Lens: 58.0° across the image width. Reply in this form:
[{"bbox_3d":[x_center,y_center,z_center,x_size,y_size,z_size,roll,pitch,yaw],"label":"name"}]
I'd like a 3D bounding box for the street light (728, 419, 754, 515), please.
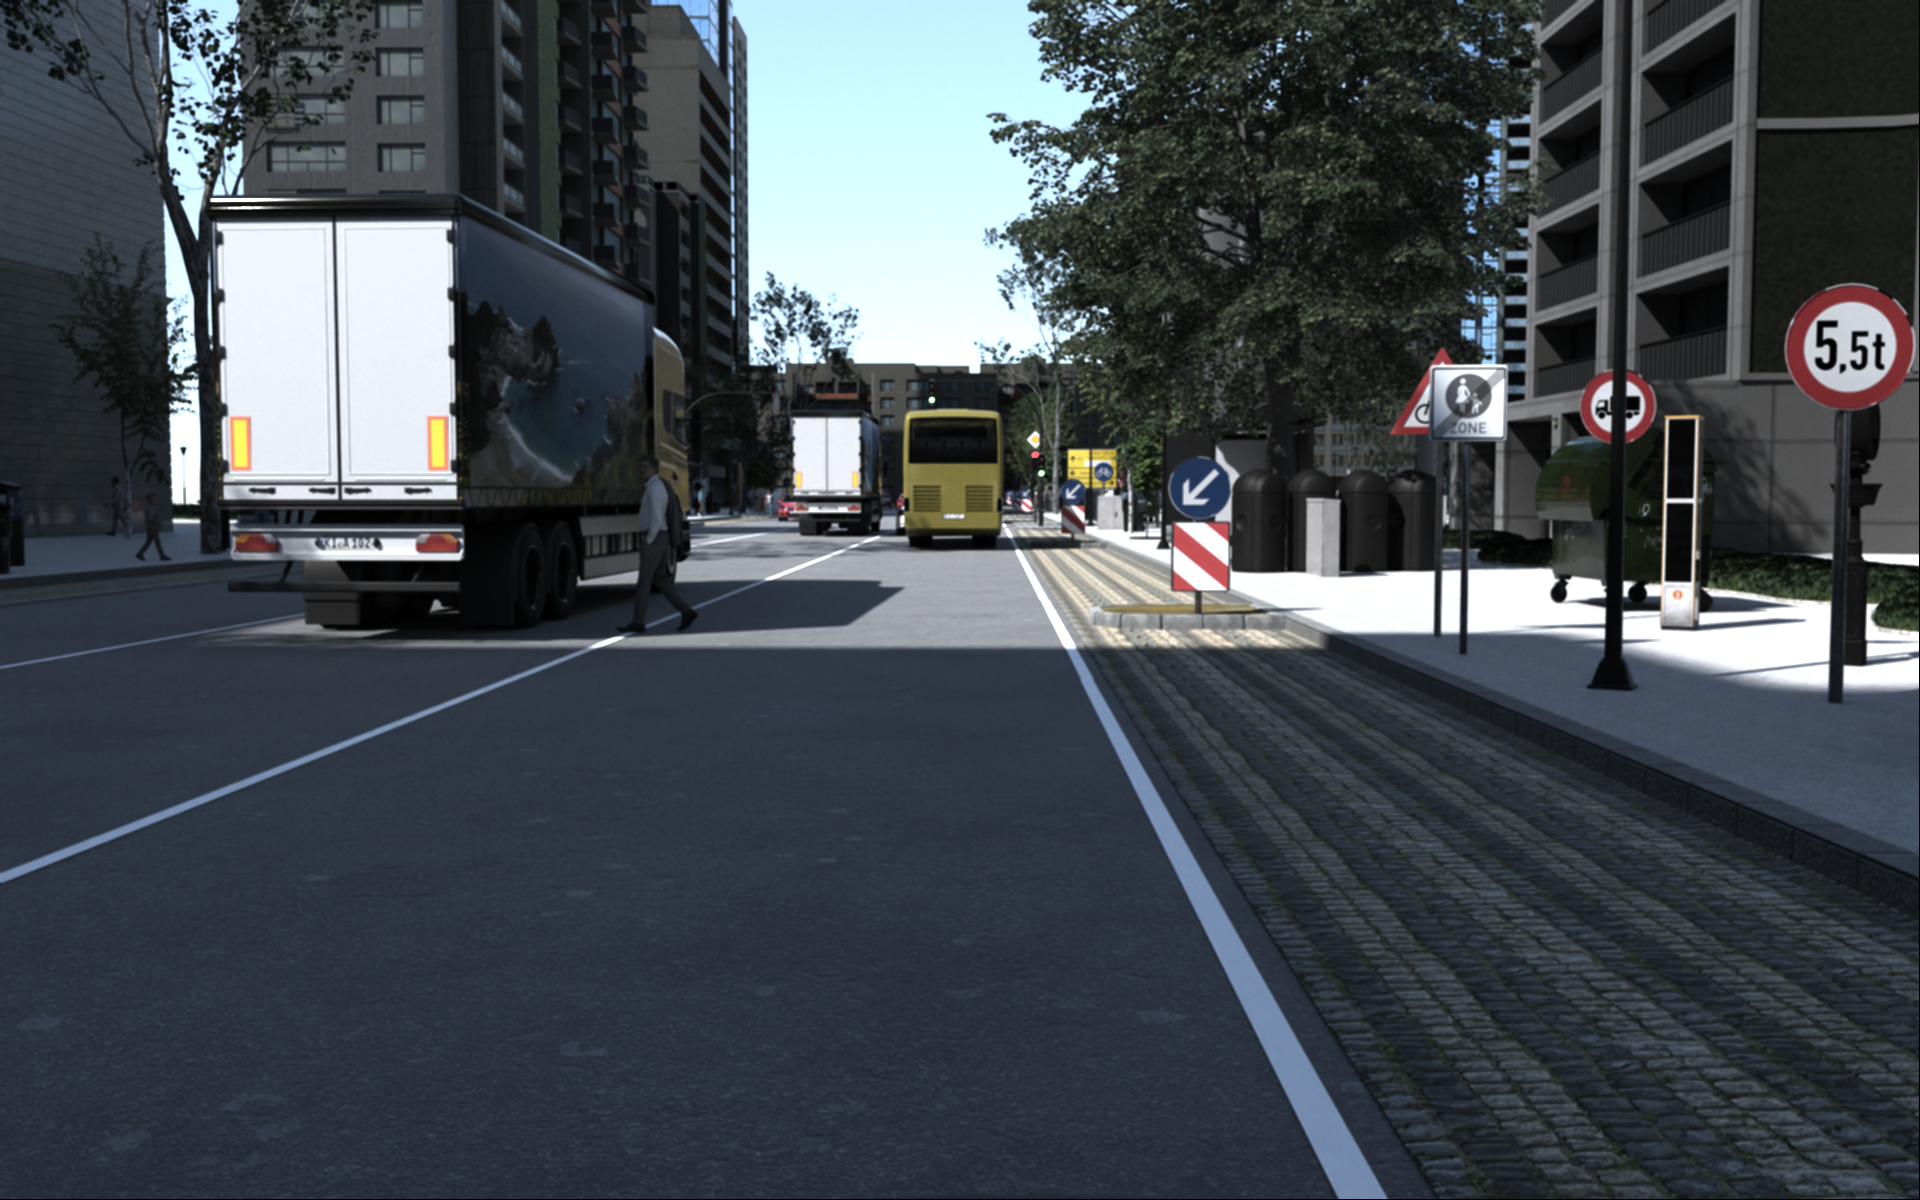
[{"bbox_3d":[-13.570,-8.200,106.605,1.470,5.913,1.316,0,4,1],"label":"street light"}]

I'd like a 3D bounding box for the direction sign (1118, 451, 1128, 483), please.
[{"bbox_3d":[8.514,-5.957,89.390,0.876,3.537,0.379,2,4,24],"label":"direction sign"}]

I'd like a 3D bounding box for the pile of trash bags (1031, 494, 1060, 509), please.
[{"bbox_3d":[7.798,-8.553,149.599,3.447,1.369,1.912,1,4,15],"label":"pile of trash bags"}]

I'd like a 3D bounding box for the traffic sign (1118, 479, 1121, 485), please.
[{"bbox_3d":[9.126,-5.955,97.475,0.768,2.556,0.104,0,4,7],"label":"traffic sign"}]

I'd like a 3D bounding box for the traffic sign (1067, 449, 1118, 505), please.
[{"bbox_3d":[5.920,-5.121,77.604,2.265,3.308,0.079,0,4,5],"label":"traffic sign"}]

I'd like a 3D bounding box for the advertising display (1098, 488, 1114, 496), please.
[{"bbox_3d":[7.887,-5.399,93.485,0.974,1.923,0.123,1,4,13],"label":"advertising display"}]

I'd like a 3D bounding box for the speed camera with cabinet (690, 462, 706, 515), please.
[{"bbox_3d":[-16.829,-6.942,107.834,2.038,3.252,0.660,1,4,19],"label":"speed camera with cabinet"}]

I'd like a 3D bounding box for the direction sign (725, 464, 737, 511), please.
[{"bbox_3d":[-17.285,-8.492,130.834,0.876,3.537,0.379,1,4,8],"label":"direction sign"}]

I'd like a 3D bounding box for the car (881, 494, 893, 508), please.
[{"bbox_3d":[-7.964,-10.477,180.332,2.155,1.783,4.494,0,4,1],"label":"car"}]

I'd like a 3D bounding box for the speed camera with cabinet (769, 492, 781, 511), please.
[{"bbox_3d":[-14.604,-8.462,132.682,0.660,3.252,2.038,2,4,33],"label":"speed camera with cabinet"}]

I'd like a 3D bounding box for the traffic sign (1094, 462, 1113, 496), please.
[{"bbox_3d":[5.793,-4.268,69.888,0.768,2.556,0.104,1,4,8],"label":"traffic sign"}]

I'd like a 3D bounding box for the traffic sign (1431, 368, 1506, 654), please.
[{"bbox_3d":[4.033,-0.715,13.815,0.606,2.300,0.079,0,4,4],"label":"traffic sign"}]

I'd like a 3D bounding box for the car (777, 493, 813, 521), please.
[{"bbox_3d":[-8.616,-5.069,91.915,2.155,1.783,4.494,0,4,-1],"label":"car"}]

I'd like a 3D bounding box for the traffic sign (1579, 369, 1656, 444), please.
[{"bbox_3d":[6.681,-1.075,17.681,0.768,2.556,0.104,0,4,2],"label":"traffic sign"}]

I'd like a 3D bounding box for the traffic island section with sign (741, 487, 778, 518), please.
[{"bbox_3d":[-11.838,-5.745,102.551,1.989,1.847,2.006,0,4,1],"label":"traffic island section with sign"}]

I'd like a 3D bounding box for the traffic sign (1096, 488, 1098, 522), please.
[{"bbox_3d":[6.303,-4.870,79.733,0.768,2.556,0.104,0,4,2],"label":"traffic sign"}]

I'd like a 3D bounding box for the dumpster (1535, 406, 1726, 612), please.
[{"bbox_3d":[7.557,-1.046,19.597,1.502,2.255,1.985,0,4,1],"label":"dumpster"}]

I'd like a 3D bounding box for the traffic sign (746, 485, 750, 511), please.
[{"bbox_3d":[-15.578,-7.842,128.326,0.768,2.556,0.104,1,4,9],"label":"traffic sign"}]

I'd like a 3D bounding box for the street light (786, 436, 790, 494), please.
[{"bbox_3d":[-13.025,-9.953,135.267,1.470,5.913,1.316,0,4,1],"label":"street light"}]

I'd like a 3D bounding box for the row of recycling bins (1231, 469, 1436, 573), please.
[{"bbox_3d":[6.266,-1.324,28.764,3.534,1.692,1.069,-1,4,-11],"label":"row of recycling bins"}]

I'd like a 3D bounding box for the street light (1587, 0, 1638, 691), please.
[{"bbox_3d":[3.783,-2.371,11.311,1.470,5.913,1.316,0,4,1],"label":"street light"}]

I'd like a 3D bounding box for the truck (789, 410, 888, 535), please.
[{"bbox_3d":[-4.327,-4.550,63.299,2.839,4.237,11.283,0,4,1],"label":"truck"}]

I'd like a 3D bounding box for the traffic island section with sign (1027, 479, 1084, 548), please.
[{"bbox_3d":[2.879,-2.304,46.303,1.989,1.847,2.006,0,4,1],"label":"traffic island section with sign"}]

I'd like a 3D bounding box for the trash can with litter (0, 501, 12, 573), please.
[{"bbox_3d":[-15.755,-1.012,27.938,1.055,1.170,0.624,3,4,38],"label":"trash can with litter"}]

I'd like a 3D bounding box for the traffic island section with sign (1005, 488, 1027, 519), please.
[{"bbox_3d":[3.778,-5.691,101.669,1.989,1.847,2.006,0,4,1],"label":"traffic island section with sign"}]

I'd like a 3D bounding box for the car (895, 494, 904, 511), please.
[{"bbox_3d":[-3.988,-7.699,134.926,2.155,1.783,4.494,0,4,-1],"label":"car"}]

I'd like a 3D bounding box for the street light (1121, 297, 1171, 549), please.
[{"bbox_3d":[4.211,-4.143,40.277,1.470,5.913,1.316,0,4,1],"label":"street light"}]

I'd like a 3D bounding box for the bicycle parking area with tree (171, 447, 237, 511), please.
[{"bbox_3d":[-44.556,-7.204,104.783,8.231,4.147,9.016,2,4,27],"label":"bicycle parking area with tree"}]

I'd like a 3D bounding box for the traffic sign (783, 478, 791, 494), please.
[{"bbox_3d":[-13.361,-8.187,133.968,0.768,2.556,0.104,1,4,10],"label":"traffic sign"}]

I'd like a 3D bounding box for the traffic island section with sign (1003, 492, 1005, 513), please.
[{"bbox_3d":[4.203,-7.339,128.621,1.989,1.847,2.006,0,4,1],"label":"traffic island section with sign"}]

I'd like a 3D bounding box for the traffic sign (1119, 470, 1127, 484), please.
[{"bbox_3d":[8.738,-5.581,91.352,0.768,2.556,0.104,0,4,1],"label":"traffic sign"}]

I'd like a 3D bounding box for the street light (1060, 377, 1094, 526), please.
[{"bbox_3d":[4.666,-5.896,68.940,1.470,5.913,1.316,0,4,1],"label":"street light"}]

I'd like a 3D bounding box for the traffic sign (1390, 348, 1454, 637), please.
[{"bbox_3d":[4.288,-0.947,15.485,0.884,2.594,0.081,1,4,10],"label":"traffic sign"}]

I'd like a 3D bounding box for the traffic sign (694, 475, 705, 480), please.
[{"bbox_3d":[-17.027,-6.918,113.220,0.768,2.556,0.104,1,4,9],"label":"traffic sign"}]

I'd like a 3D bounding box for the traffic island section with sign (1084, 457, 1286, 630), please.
[{"bbox_3d":[2.450,-0.643,19.134,1.989,1.847,2.006,0,4,1],"label":"traffic island section with sign"}]

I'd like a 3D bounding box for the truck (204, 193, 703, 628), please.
[{"bbox_3d":[-5.547,-2.012,21.805,2.839,4.237,11.283,0,4,3],"label":"truck"}]

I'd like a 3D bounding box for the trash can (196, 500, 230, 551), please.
[{"bbox_3d":[-16.697,-1.661,38.816,0.748,1.137,0.748,0,3,0],"label":"trash can"}]

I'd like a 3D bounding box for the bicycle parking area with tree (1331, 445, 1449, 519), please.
[{"bbox_3d":[25.349,-7.154,103.967,9.016,4.147,8.231,-1,4,-15],"label":"bicycle parking area with tree"}]

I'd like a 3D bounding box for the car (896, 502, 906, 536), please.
[{"bbox_3d":[-1.218,-2.971,60.939,2.083,1.381,4.827,0,4,2],"label":"car"}]

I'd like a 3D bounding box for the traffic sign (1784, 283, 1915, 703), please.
[{"bbox_3d":[5.387,-0.641,10.580,0.768,2.556,0.104,0,4,4],"label":"traffic sign"}]

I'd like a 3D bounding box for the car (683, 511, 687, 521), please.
[{"bbox_3d":[-10.004,-2.663,55.905,2.083,1.381,4.827,0,4,1],"label":"car"}]
